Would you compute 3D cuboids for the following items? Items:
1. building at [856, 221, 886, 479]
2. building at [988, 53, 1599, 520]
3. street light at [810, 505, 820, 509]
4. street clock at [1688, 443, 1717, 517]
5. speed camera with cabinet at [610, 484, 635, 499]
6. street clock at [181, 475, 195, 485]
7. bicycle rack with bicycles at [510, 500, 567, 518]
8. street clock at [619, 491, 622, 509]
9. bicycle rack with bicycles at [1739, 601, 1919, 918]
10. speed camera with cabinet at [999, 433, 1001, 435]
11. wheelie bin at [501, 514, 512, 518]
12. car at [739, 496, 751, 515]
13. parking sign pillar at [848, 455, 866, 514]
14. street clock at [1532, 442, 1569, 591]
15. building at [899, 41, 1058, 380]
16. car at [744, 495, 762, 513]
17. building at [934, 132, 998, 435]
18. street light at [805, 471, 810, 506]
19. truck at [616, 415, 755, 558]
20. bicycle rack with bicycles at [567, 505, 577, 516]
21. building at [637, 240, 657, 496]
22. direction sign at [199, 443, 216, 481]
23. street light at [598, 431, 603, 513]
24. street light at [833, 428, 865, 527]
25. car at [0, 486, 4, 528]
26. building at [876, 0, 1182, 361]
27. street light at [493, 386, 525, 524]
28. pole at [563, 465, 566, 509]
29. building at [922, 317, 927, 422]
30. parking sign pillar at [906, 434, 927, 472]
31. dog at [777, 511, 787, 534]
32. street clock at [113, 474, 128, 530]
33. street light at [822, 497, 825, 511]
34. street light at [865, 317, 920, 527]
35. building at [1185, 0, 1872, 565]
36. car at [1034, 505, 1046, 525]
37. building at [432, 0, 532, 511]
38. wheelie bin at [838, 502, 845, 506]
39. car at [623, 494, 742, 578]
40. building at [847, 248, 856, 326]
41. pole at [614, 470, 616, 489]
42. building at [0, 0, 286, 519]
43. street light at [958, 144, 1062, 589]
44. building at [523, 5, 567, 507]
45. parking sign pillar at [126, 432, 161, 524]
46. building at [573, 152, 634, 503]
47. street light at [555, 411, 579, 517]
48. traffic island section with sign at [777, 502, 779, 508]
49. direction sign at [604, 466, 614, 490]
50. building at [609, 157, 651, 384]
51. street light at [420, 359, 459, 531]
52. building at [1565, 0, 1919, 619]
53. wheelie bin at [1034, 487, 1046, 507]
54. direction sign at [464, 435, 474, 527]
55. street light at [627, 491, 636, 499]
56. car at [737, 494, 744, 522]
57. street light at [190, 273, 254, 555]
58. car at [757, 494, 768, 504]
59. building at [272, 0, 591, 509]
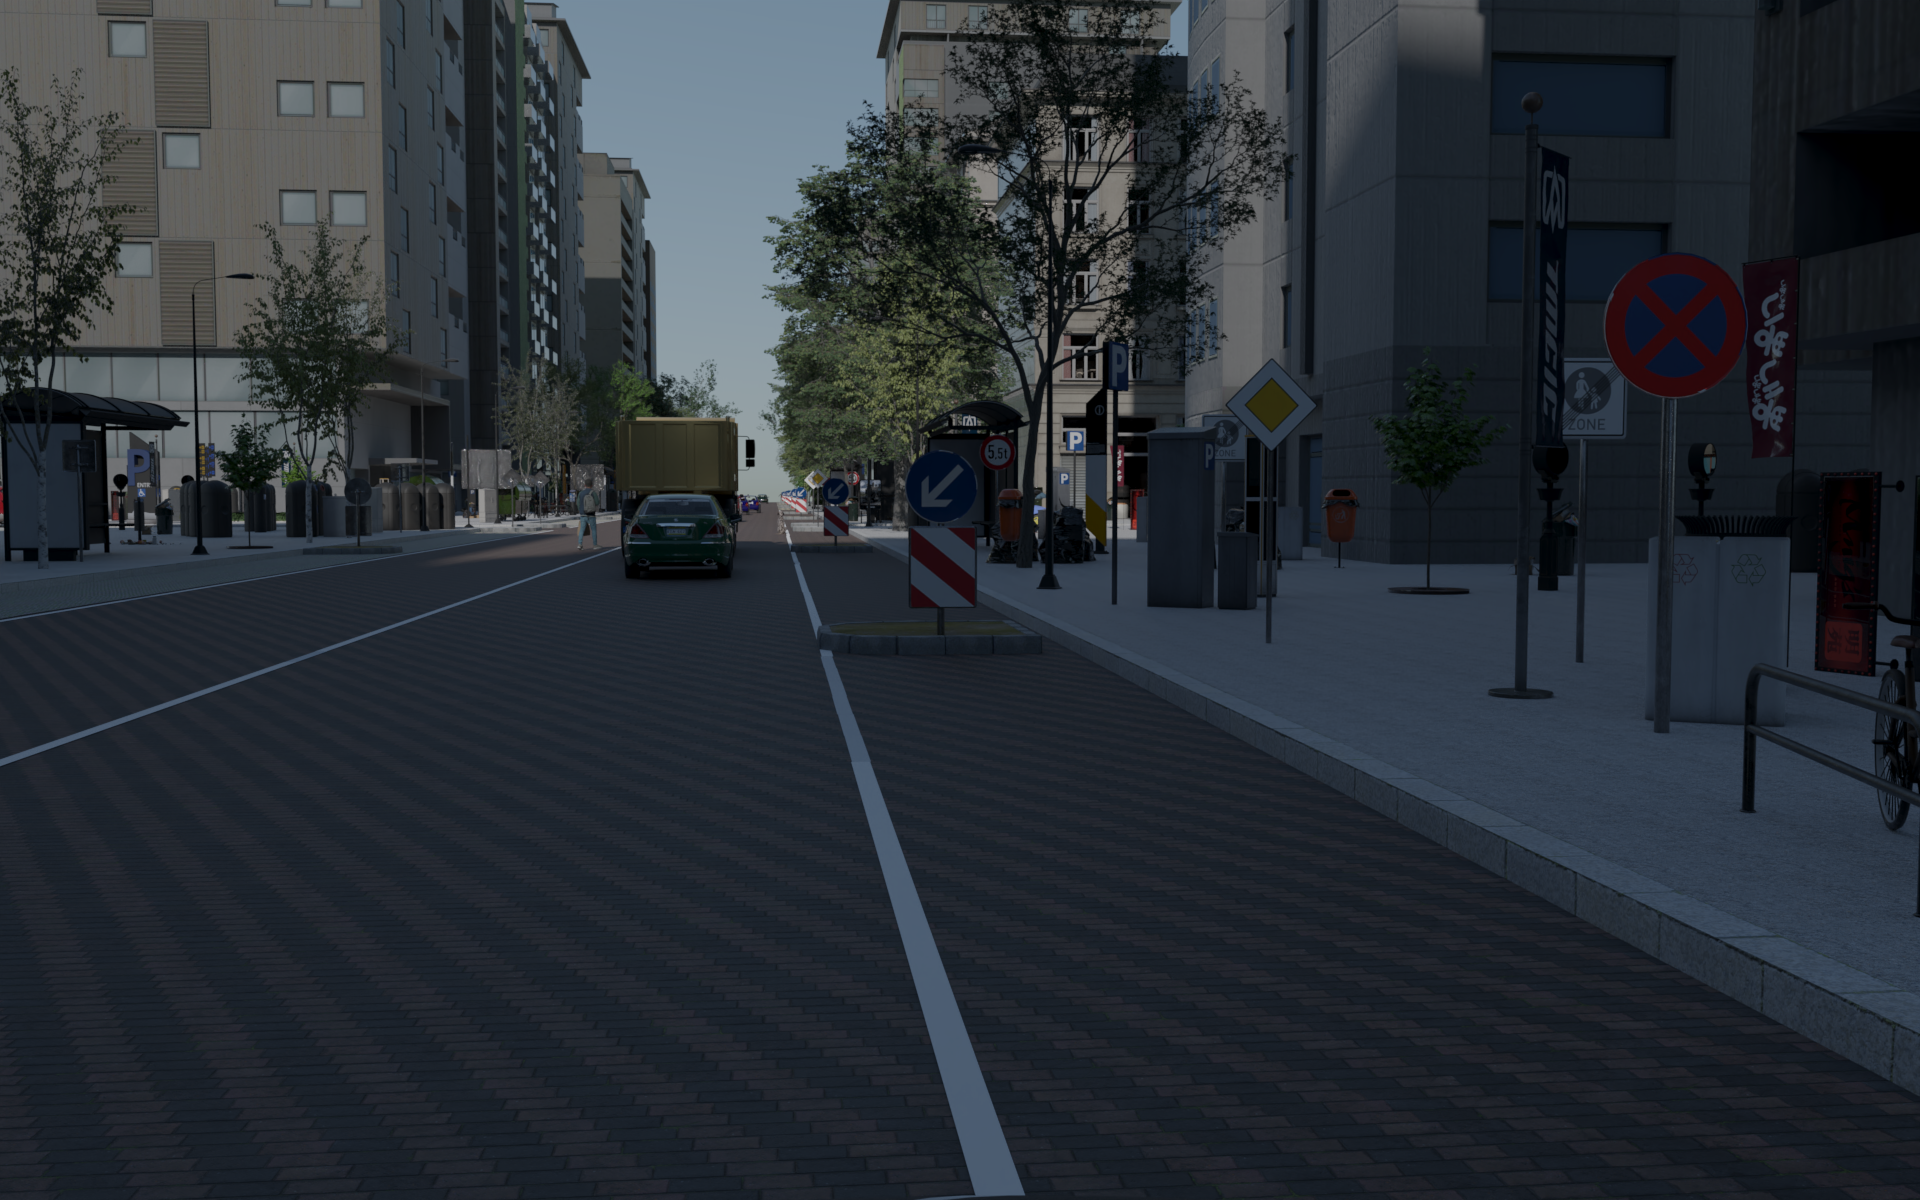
[{"bbox_3d":[-8.465,-35.139,258.120,14.154,41.232,14.086,0,4,-6],"label":"building"},{"bbox_3d":[17.026,-15.895,93.161,30.059,22.955,16.112,0,4,-6],"label":"building"},{"bbox_3d":[-8.239,-8.132,105.493,1.470,5.913,1.316,0,4,-6],"label":"street light"},{"bbox_3d":[10.527,-1.225,24.604,0.358,2.002,0.471,3,5,45],"label":"street clock"},{"bbox_3d":[-28.802,-9.386,147.791,2.038,3.252,0.660,0,4,-1],"label":"speed camera with cabinet"},{"bbox_3d":[-29.181,-3.726,65.495,0.471,2.002,0.358,-1,4,-23],"label":"street clock"},{"bbox_3d":[-22.871,-4.816,92.131,2.852,0.926,2.925,0,4,3],"label":"bicycle rack with bicycles"},{"bbox_3d":[-28.756,-8.709,146.962,0.471,2.002,0.358,-1,4,-12],"label":"street clock"},{"bbox_3d":[4.081,0.445,6.107,2.852,0.926,2.925,1,4,9],"label":"bicycle rack with bicycles"},{"bbox_3d":[0.317,-3.049,44.180,2.038,3.252,0.660,0,4,-1],"label":"speed camera with cabinet"},{"bbox_3d":[-24.689,-5.266,94.013,0.693,1.594,0.980,-1,4,-22],"label":"wheelie bin"},{"bbox_3d":[-15.337,-6.521,119.194,1.945,1.354,3.894,0,4,-7],"label":"car"},{"bbox_3d":[-6.672,-7.475,110.687,1.447,3.967,1.447,3,5,44],"label":"parking sign pillar"},{"bbox_3d":[7.816,-1.125,22.966,0.471,2.002,0.358,-2,4,-33],"label":"street clock"},{"bbox_3d":[1.270,-29.193,160.899,14.154,41.232,14.086,0,4,-6],"label":"building"},{"bbox_3d":[-16.027,-7.279,131.594,1.945,1.354,3.894,0,4,-5],"label":"car"},{"bbox_3d":[5.492,-20.385,120.682,14.401,28.519,23.554,0,4,-6],"label":"building"},{"bbox_3d":[-10.584,-9.496,127.803,1.470,5.913,1.316,0,4,-6],"label":"street light"},{"bbox_3d":[-6.765,-2.850,42.529,3.469,3.379,9.791,0,4,-7],"label":"truck"},{"bbox_3d":[-24.197,-5.413,101.880,2.925,0.926,2.852,-1,4,-16],"label":"bicycle rack with bicycles"},{"bbox_3d":[-59.016,-39.405,294.382,14.600,45.320,14.200,0,4,-6],"label":"building"},{"bbox_3d":[-33.394,-5.192,76.879,0.876,3.537,0.379,1,4,20],"label":"direction sign"},{"bbox_3d":[-24.274,-8.980,119.359,1.470,5.913,1.316,0,4,-6],"label":"street light"},{"bbox_3d":[-4.115,-5.828,67.836,1.470,5.913,1.316,0,4,-6],"label":"street light"},{"bbox_3d":[-40.162,-3.696,69.100,5.304,1.827,2.281,0,4,-7],"label":"car"},{"bbox_3d":[6.410,-36.252,181.966,28.713,52.752,27.495,0,4,-6],"label":"building"},{"bbox_3d":[-19.439,-6.251,74.745,1.470,5.913,1.316,0,4,-6],"label":"street light"},{"bbox_3d":[-27.535,-7.750,120.560,0.158,3.312,0.155,0,3,0],"label":"pole"},{"bbox_3d":[2.072,-16.971,142.107,10.561,19.102,19.286,0,4,-6],"label":"building"},{"bbox_3d":[-1.583,-4.801,66.965,1.447,3.967,1.447,1,4,15],"label":"parking sign pillar"},{"bbox_3d":[-6.508,-2.781,62.312,0.513,0.831,0.800,2,4,27],"label":"dog"},{"bbox_3d":[-29.805,-3.484,61.542,0.471,2.002,0.358,-2,4,-33],"label":"street clock"},{"bbox_3d":[-5.695,-6.736,82.679,1.470,5.913,1.316,0,4,-6],"label":"street light"},{"bbox_3d":[-1.656,-4.465,45.538,1.470,5.913,1.316,0,4,-6],"label":"street light"},{"bbox_3d":[16.763,-30.749,44.753,21.231,58.520,28.212,0,4,-6],"label":"building"},{"bbox_3d":[1.990,-3.772,71.267,3.694,1.707,1.945,0,4,-7],"label":"car"},{"bbox_3d":[-41.020,-27.419,131.895,14.154,41.232,14.086,0,4,-6],"label":"building"},{"bbox_3d":[-6.419,-5.320,94.896,0.693,1.594,0.980,0,4,-3],"label":"wheelie bin"},{"bbox_3d":[-4.983,-1.174,30.996,2.131,1.459,4.920,0,4,-7],"label":"car"},{"bbox_3d":[-7.903,-41.352,295.709,23.786,49.044,30.456,0,4,-6],"label":"building"},{"bbox_3d":[-29.032,-9.285,145.653,0.158,3.312,0.155,0,3,0],"label":"pole"},{"bbox_3d":[-43.801,-31.130,98.215,28.713,52.752,27.495,0,4,-6],"label":"building"},{"bbox_3d":[0.669,-3.100,23.225,1.470,5.913,1.316,0,4,-6],"label":"street light"},{"bbox_3d":[-50.078,-33.162,161.803,23.786,49.044,30.456,0,4,-6],"label":"building"},{"bbox_3d":[-35.275,-5.283,74.845,1.447,3.967,1.447,0,4,6],"label":"parking sign pillar"},{"bbox_3d":[-58.315,-38.182,247.984,21.300,48.544,21.600,0,4,-6],"label":"building"},{"bbox_3d":[-22.027,-7.615,97.038,1.470,5.913,1.316,0,4,-6],"label":"street light"},{"bbox_3d":[-12.028,-7.135,125.289,1.989,1.847,2.006,0,4,-6],"label":"traffic island section with sign"},{"bbox_3d":[-28.147,-8.979,138.807,0.876,3.537,0.379,-1,4,-14],"label":"direction sign"},{"bbox_3d":[-63.774,-41.803,272.720,28.713,52.752,27.495,0,4,-6],"label":"building"},{"bbox_3d":[-17.886,-5.319,59.502,1.470,5.913,1.316,0,4,-6],"label":"street light"},{"bbox_3d":[15.270,-14.894,15.225,14.160,30.474,14.107,0,4,-6],"label":"building"},{"bbox_3d":[3.404,-4.252,77.435,0.980,1.594,0.693,0,4,5],"label":"wheelie bin"},{"bbox_3d":[-18.908,-4.561,66.575,0.379,3.537,0.876,-1,4,-13],"label":"direction sign"},{"bbox_3d":[-26.688,-10.344,141.662,1.470,5.913,1.316,0,4,-6],"label":"street light"},{"bbox_3d":[-12.331,-4.937,89.390,2.281,1.827,5.304,0,4,-5],"label":"car"},{"bbox_3d":[-15.545,-3.914,36.527,1.470,5.913,1.316,0,4,-6],"label":"street light"},{"bbox_3d":[-29.509,-15.223,258.687,2.009,1.686,4.222,0,4,-5],"label":"car"},{"bbox_3d":[-56.112,-36.786,190.682,28.713,52.752,27.495,0,4,-6],"label":"building"}]
